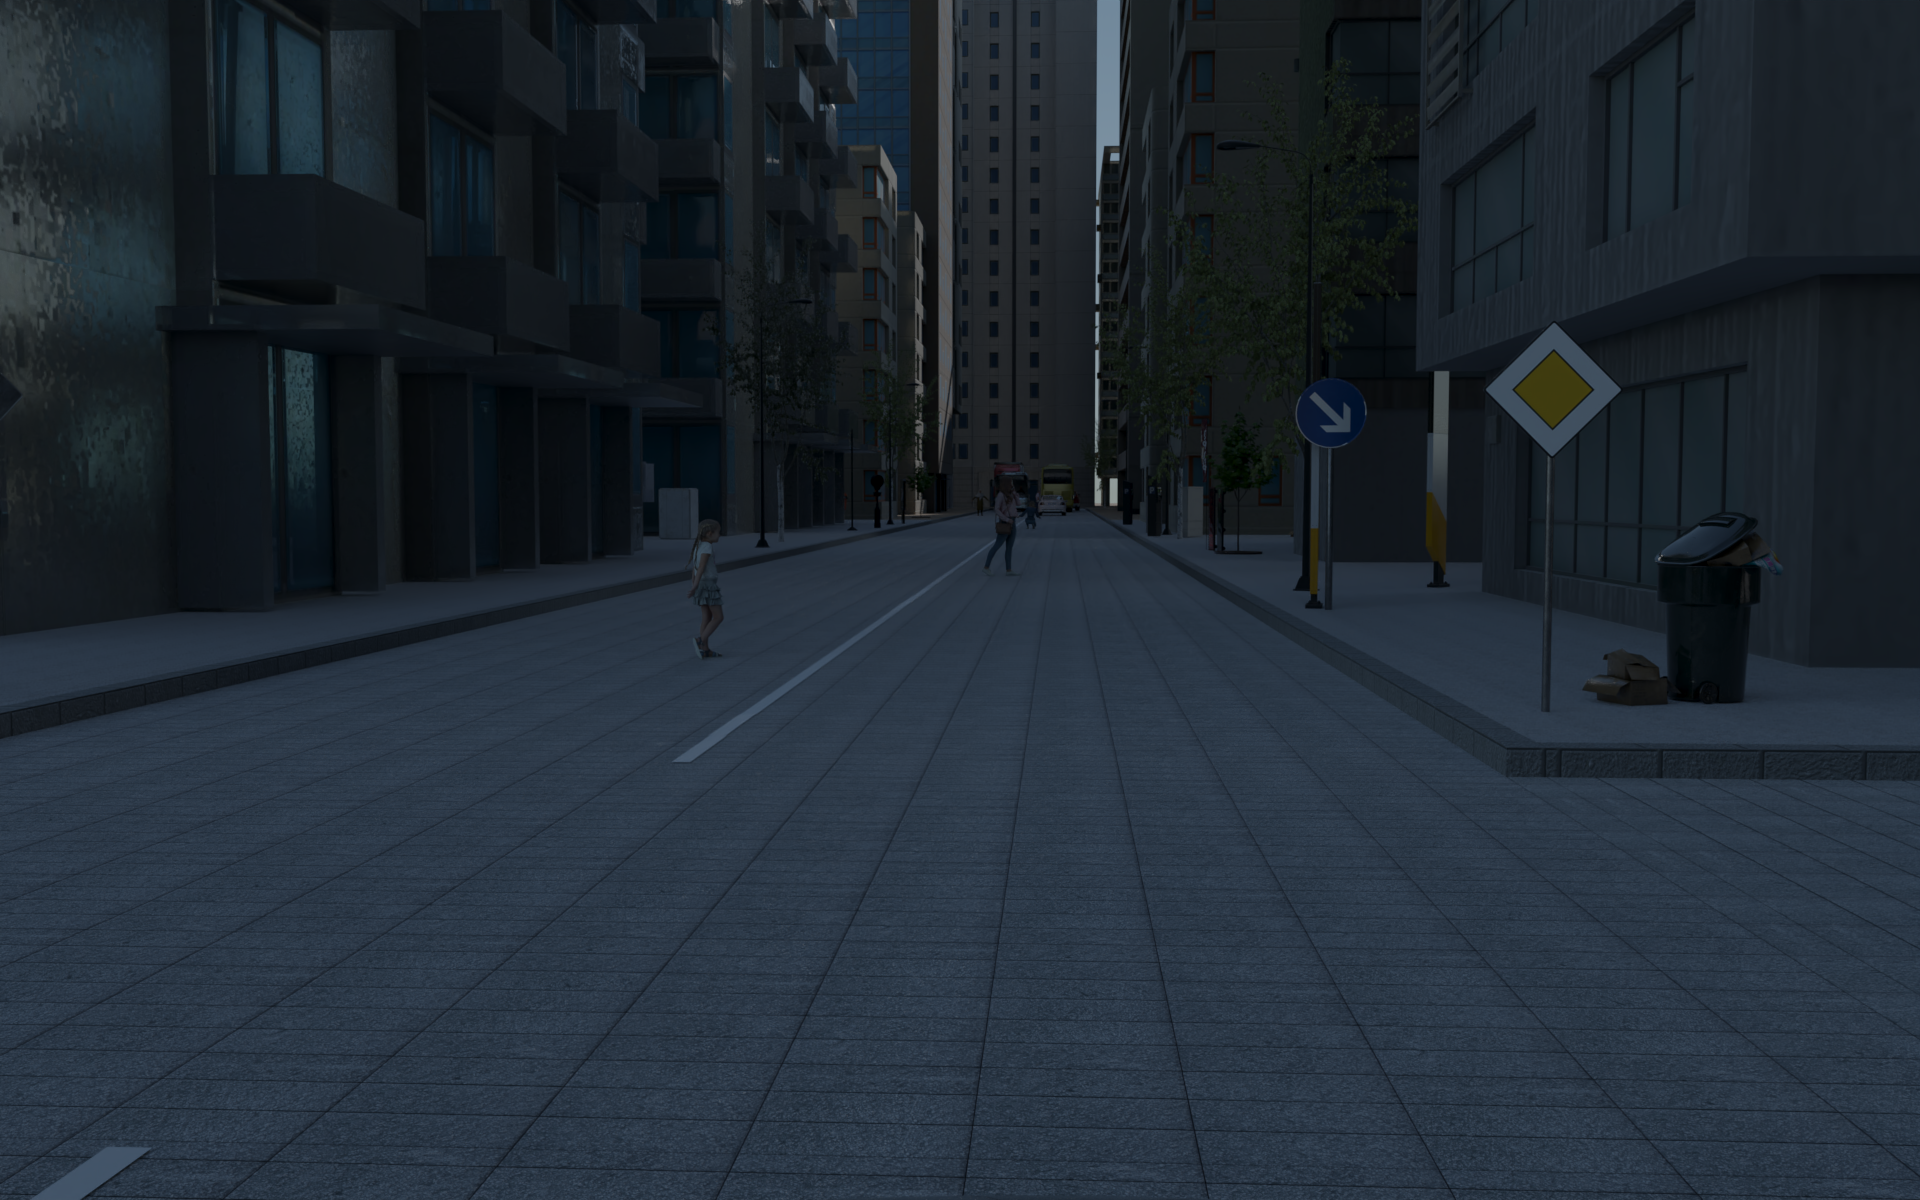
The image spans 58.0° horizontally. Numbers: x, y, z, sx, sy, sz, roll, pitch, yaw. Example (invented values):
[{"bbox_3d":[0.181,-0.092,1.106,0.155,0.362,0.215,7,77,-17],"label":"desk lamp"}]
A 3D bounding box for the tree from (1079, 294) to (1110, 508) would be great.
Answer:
[{"bbox_3d":[6.036,-6.045,49.205,4.737,8.622,4.395,0,3,0],"label":"tree"}]

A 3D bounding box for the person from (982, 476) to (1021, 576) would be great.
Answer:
[{"bbox_3d":[0.729,-1.301,30.357,0.643,1.750,0.593,2,4,26],"label":"person"}]

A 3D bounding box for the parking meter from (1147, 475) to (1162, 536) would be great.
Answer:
[{"bbox_3d":[5.918,-2.870,52.637,0.399,1.863,0.255,3,5,43],"label":"parking meter"}]

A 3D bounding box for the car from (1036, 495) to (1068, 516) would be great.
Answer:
[{"bbox_3d":[6.135,-6.300,115.367,2.083,1.381,4.827,0,4,3],"label":"car"}]

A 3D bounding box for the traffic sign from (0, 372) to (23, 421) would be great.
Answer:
[{"bbox_3d":[-6.178,-0.433,10.726,0.795,2.450,0.064,0,4,3],"label":"traffic sign"}]

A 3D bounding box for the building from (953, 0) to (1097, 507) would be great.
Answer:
[{"bbox_3d":[-0.096,-39.011,179.828,28.212,58.520,21.231,0,4,3],"label":"building"}]

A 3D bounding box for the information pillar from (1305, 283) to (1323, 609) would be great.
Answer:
[{"bbox_3d":[4.011,-1.722,19.504,0.183,3.616,0.504,1,4,13],"label":"information pillar"}]

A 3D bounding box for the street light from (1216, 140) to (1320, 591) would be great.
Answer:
[{"bbox_3d":[4.062,-3.079,22.878,1.470,5.913,1.316,0,4,3],"label":"street light"}]

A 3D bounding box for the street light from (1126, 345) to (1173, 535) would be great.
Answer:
[{"bbox_3d":[5.945,-4.989,54.114,1.470,5.913,1.316,0,4,3],"label":"street light"}]

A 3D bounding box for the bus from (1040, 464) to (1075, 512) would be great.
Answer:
[{"bbox_3d":[7.848,-9.047,139.461,2.896,3.916,12.252,0,4,3],"label":"bus"}]

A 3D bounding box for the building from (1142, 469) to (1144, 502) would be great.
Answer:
[{"bbox_3d":[20.916,-40.158,94.830,20.563,71.187,20.611,0,4,3],"label":"building"}]

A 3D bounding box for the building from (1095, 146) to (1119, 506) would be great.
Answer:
[{"bbox_3d":[26.477,-30.076,183.623,23.993,40.220,32.217,0,4,3],"label":"building"}]

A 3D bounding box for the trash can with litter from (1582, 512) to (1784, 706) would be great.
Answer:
[{"bbox_3d":[4.432,0.046,10.640,1.055,1.170,0.624,-1,4,-18],"label":"trash can with litter"}]

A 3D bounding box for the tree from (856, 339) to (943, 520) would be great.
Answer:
[{"bbox_3d":[-3.092,-8.121,83.148,4.737,8.622,4.395,0,3,0],"label":"tree"}]

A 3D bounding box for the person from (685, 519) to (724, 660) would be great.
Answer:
[{"bbox_3d":[-2.279,-0.100,15.151,0.382,1.210,0.505,-2,4,-29],"label":"person"}]

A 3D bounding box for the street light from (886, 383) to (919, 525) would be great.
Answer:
[{"bbox_3d":[-2.391,-6.117,72.558,1.470,5.913,1.316,0,4,3],"label":"street light"}]

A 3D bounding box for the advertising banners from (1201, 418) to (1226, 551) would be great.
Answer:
[{"bbox_3d":[5.728,-2.635,39.269,0.090,3.025,2.074,0,4,-6],"label":"advertising banners"}]

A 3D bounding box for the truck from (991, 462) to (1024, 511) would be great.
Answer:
[{"bbox_3d":[4.341,-10.126,154.471,2.839,4.237,11.283,0,4,3],"label":"truck"}]

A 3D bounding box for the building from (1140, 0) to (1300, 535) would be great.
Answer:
[{"bbox_3d":[21.621,-13.604,67.463,27.650,21.520,28.899,0,4,3],"label":"building"}]

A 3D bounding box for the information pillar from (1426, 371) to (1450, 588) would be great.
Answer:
[{"bbox_3d":[6.543,-1.979,23.706,0.183,3.616,0.504,3,5,40],"label":"information pillar"}]

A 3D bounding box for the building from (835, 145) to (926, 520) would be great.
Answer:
[{"bbox_3d":[-16.880,-15.666,101.182,27.650,21.520,28.899,0,4,3],"label":"building"}]

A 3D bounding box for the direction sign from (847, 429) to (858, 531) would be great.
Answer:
[{"bbox_3d":[-3.787,-4.207,60.778,0.379,3.537,0.876,0,4,-5],"label":"direction sign"}]

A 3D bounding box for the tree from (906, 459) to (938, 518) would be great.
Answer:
[{"bbox_3d":[-2.251,-6.082,94.048,1.663,3.219,1.824,0,3,0],"label":"tree"}]

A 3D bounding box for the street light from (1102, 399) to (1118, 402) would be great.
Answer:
[{"bbox_3d":[7.631,-6.874,84.924,1.470,5.913,1.316,0,4,3],"label":"street light"}]

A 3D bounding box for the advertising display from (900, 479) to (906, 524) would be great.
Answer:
[{"bbox_3d":[-2.463,-4.269,75.017,0.123,1.923,0.974,-1,4,-8],"label":"advertising display"}]

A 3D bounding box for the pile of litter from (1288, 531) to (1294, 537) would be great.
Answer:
[{"bbox_3d":[10.311,-2.295,51.492,1.176,0.858,1.719,2,4,33],"label":"pile of litter"}]

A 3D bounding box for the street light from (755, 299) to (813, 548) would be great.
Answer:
[{"bbox_3d":[-4.201,-4.209,41.355,1.470,5.913,1.316,0,4,3],"label":"street light"}]

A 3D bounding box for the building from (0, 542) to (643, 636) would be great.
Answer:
[{"bbox_3d":[-17.528,-24.848,25.871,23.786,49.044,30.456,0,4,3],"label":"building"}]

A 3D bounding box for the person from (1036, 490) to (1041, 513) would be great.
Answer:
[{"bbox_3d":[5.551,-6.877,121.875,0.436,1.711,0.756,0,4,2],"label":"person"}]

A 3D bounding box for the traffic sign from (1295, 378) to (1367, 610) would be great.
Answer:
[{"bbox_3d":[4.087,-1.164,19.130,0.768,2.556,0.104,1,4,13],"label":"traffic sign"}]

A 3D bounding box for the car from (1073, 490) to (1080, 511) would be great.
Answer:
[{"bbox_3d":[9.256,-8.596,149.223,2.281,1.827,5.304,0,4,2],"label":"car"}]

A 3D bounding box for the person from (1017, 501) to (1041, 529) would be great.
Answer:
[{"bbox_3d":[2.831,-3.509,71.376,1.012,1.151,0.738,0,4,4],"label":"person"}]

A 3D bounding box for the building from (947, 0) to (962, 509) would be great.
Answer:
[{"bbox_3d":[-13.512,-34.103,146.828,27.495,52.752,28.713,0,4,3],"label":"building"}]

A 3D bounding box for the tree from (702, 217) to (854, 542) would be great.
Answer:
[{"bbox_3d":[-4.786,-5.856,46.103,4.360,8.622,3.978,0,3,0],"label":"tree"}]

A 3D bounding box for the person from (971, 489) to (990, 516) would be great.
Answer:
[{"bbox_3d":[1.328,-6.347,113.010,1.217,1.736,0.721,-1,4,-10],"label":"person"}]

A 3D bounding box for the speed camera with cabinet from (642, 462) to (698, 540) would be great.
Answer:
[{"bbox_3d":[-8.486,-3.357,49.228,2.038,3.252,0.660,1,4,16],"label":"speed camera with cabinet"}]

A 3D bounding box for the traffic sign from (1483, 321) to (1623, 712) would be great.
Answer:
[{"bbox_3d":[3.449,-0.398,10.146,0.795,2.450,0.064,0,4,3],"label":"traffic sign"}]

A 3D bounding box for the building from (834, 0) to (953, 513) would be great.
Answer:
[{"bbox_3d":[-7.883,-28.840,121.640,14.600,45.320,14.200,0,4,3],"label":"building"}]

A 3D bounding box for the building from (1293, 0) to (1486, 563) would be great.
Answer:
[{"bbox_3d":[14.323,-16.295,38.117,14.160,30.474,14.107,0,4,3],"label":"building"}]

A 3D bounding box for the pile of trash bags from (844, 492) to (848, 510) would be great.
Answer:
[{"bbox_3d":[-7.169,-4.596,84.897,3.447,1.369,1.912,1,4,11],"label":"pile of trash bags"}]

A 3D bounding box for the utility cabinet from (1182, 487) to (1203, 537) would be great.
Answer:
[{"bbox_3d":[6.851,-2.618,51.487,0.318,1.500,1.173,2,4,30],"label":"utility cabinet"}]

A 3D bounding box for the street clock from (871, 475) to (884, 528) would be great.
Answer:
[{"bbox_3d":[-3.115,-3.713,65.269,0.471,2.002,0.358,-3,4,-37],"label":"street clock"}]

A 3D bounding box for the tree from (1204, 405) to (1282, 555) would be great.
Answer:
[{"bbox_3d":[5.860,-2.593,37.000,1.663,3.219,1.824,0,3,0],"label":"tree"}]

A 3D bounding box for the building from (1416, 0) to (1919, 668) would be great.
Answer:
[{"bbox_3d":[12.425,-20.230,14.358,14.086,41.232,14.154,0,4,3],"label":"building"}]

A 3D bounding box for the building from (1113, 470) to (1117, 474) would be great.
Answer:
[{"bbox_3d":[24.895,-32.005,142.896,23.786,49.044,30.456,0,4,3],"label":"building"}]

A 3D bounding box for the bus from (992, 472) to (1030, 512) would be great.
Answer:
[{"bbox_3d":[4.292,-8.913,140.582,2.948,3.499,13.247,0,4,3],"label":"bus"}]

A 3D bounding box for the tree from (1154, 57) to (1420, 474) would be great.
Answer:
[{"bbox_3d":[5.669,-4.811,29.024,4.737,8.622,4.395,0,3,0],"label":"tree"}]

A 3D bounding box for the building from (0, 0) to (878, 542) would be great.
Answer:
[{"bbox_3d":[-15.834,-27.193,64.221,23.786,49.044,30.456,0,4,3],"label":"building"}]

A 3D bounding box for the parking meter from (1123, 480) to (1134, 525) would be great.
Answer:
[{"bbox_3d":[7.027,-4.080,72.417,0.399,1.863,0.255,2,4,32],"label":"parking meter"}]

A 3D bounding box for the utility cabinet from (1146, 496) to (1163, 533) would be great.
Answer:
[{"bbox_3d":[6.372,-2.792,56.817,0.306,1.237,1.020,-1,4,-9],"label":"utility cabinet"}]

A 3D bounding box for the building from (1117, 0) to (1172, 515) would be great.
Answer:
[{"bbox_3d":[21.779,-30.174,117.050,21.300,48.544,21.600,0,4,3],"label":"building"}]
